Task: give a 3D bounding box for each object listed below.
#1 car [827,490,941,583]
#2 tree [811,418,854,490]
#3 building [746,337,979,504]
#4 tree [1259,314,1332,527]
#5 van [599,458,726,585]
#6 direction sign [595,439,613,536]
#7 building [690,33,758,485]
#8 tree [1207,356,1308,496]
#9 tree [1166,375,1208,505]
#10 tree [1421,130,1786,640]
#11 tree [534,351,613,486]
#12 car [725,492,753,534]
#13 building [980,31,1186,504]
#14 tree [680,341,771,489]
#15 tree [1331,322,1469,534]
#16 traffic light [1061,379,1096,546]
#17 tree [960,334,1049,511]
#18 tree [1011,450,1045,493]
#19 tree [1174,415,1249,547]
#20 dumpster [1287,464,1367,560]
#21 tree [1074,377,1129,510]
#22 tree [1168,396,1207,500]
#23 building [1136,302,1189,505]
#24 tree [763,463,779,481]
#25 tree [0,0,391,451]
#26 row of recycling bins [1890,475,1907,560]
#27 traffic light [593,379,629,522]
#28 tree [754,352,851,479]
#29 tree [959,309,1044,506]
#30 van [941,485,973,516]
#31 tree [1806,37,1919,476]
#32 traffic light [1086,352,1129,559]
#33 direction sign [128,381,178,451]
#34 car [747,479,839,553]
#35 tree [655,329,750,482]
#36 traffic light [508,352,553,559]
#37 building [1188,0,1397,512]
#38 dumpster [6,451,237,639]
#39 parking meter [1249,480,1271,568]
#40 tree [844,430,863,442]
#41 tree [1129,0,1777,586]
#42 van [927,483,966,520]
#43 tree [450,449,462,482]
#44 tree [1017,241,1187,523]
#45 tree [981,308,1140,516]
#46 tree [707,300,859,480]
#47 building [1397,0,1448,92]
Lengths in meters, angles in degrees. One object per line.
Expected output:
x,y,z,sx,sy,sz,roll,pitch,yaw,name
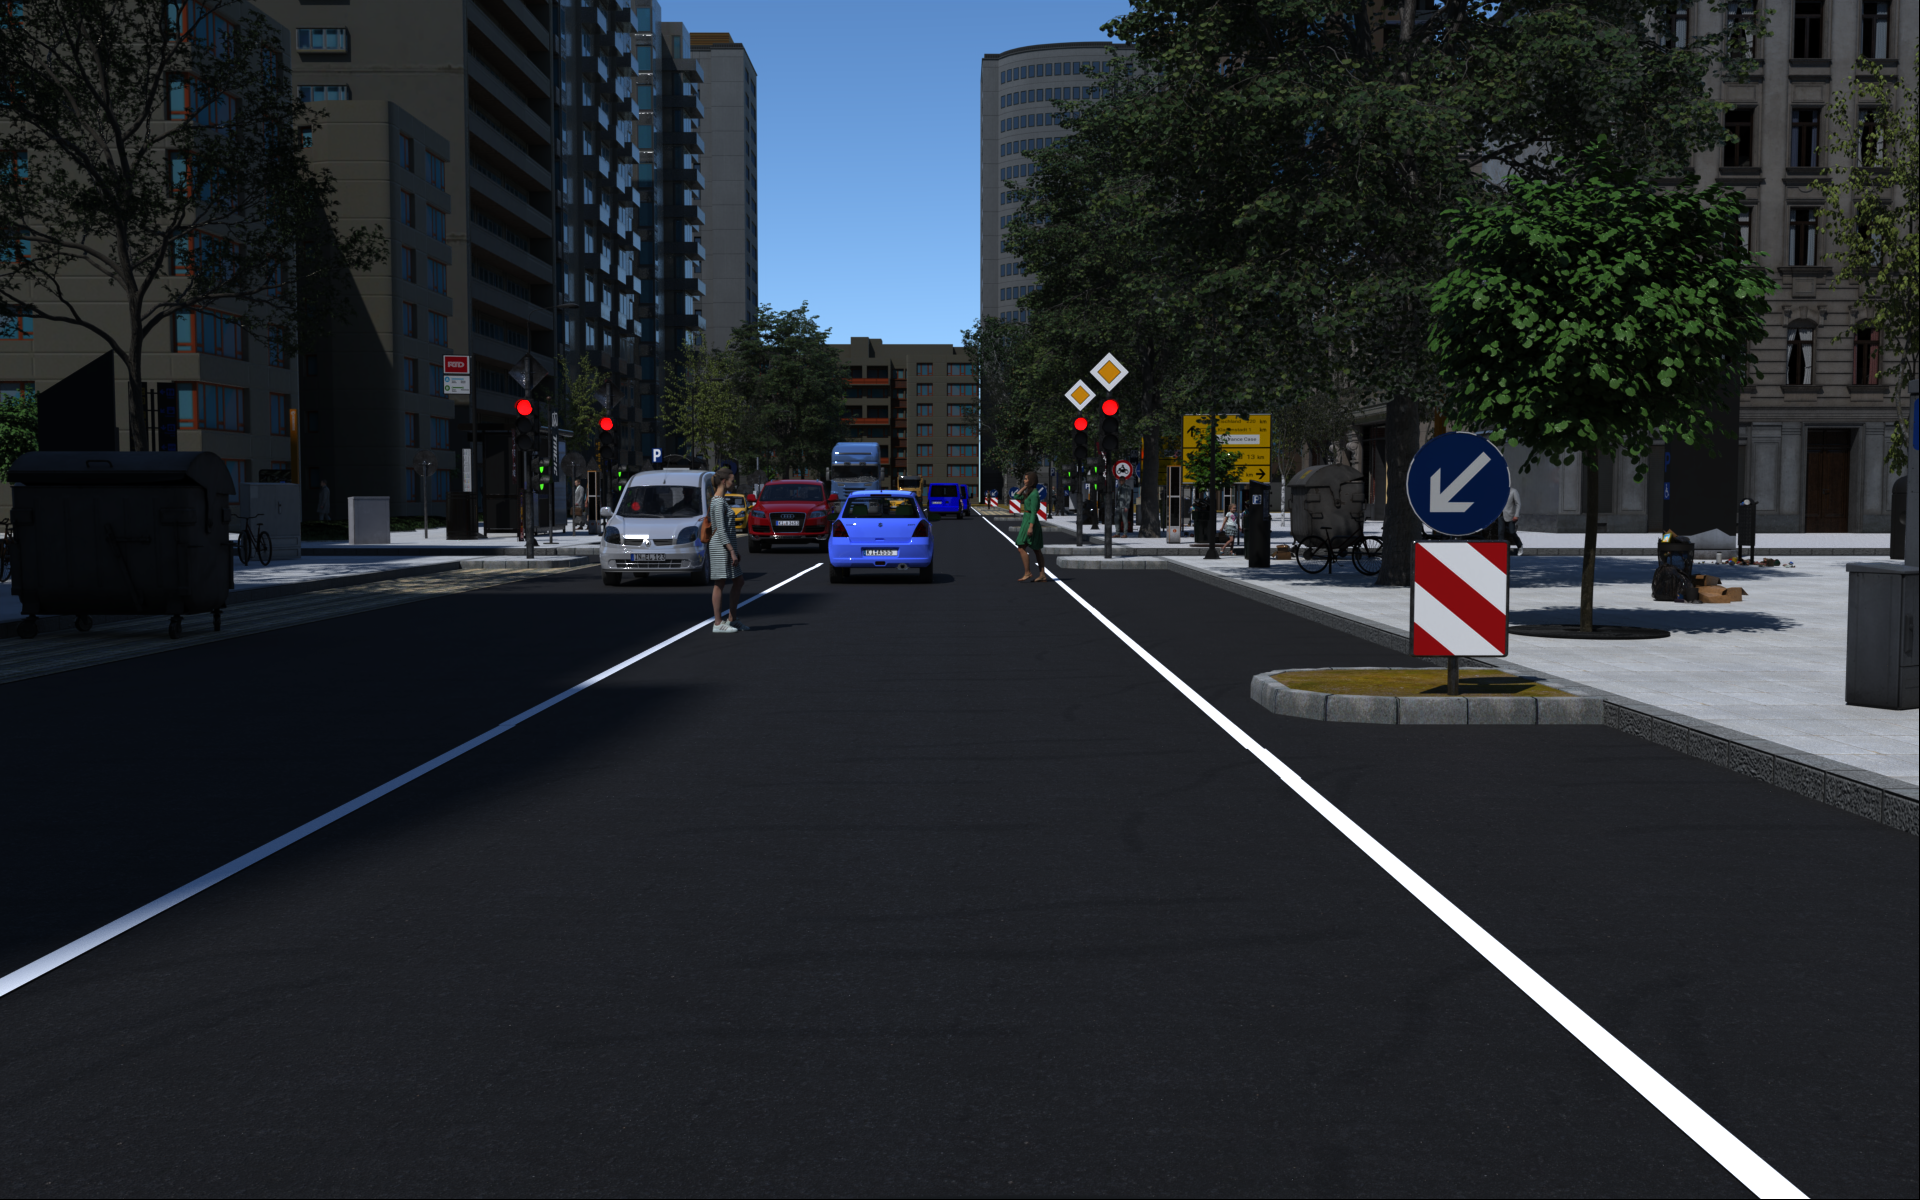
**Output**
-1.284,-1.192,29.086,1.945,1.707,3.694,0,4,-1,car
-11.708,-13.051,163.738,4.360,8.622,3.978,0,3,0,tree
-12.113,-23.451,228.458,28.899,21.520,27.650,0,4,0,building
12.965,-7.195,68.003,4.360,8.622,3.978,0,3,0,tree
-4.793,-1.314,28.493,2.013,2.044,4.112,0,4,-1,van
-10.826,-3.709,52.642,0.379,3.537,0.876,0,4,-1,direction sign
-40.663,-41.779,225.079,28.212,58.520,21.231,0,4,0,building
15.705,-8.398,87.670,4.737,8.622,4.395,0,3,0,tree
12.852,-8.743,93.305,4.360,8.622,3.978,0,3,0,tree
5.716,-1.959,15.738,4.285,4.588,4.351,0,3,0,tree
-19.765,-8.458,88.644,4.737,8.622,4.395,0,3,0,tree
-8.504,-3.262,63.552,2.015,1.641,3.980,0,4,-2,car
16.858,-41.736,224.384,28.212,58.520,21.231,0,4,0,building
-11.467,-8.209,84.579,4.360,8.622,3.978,0,3,0,tree
14.729,-6.360,54.346,4.360,8.622,3.978,0,3,0,tree
2.912,-3.268,42.360,0.839,4.253,0.868,0,4,0,traffic light
5.182,-13.403,129.501,12.009,13.543,11.850,0,3,0,tree
5.638,-12.170,149.342,4.360,8.622,3.978,0,3,0,tree
6.115,-2.895,41.932,1.663,3.219,1.824,0,3,0,tree
7.269,-1.745,34.297,1.264,1.857,1.865,0,4,0,dumpster
7.313,-8.590,90.809,4.360,8.622,3.978,0,3,0,tree
14.271,-9.077,98.769,4.737,8.622,4.395,0,3,0,tree
32.222,-19.600,165.503,27.650,21.520,28.899,0,4,0,building
-11.570,-6.827,106.229,1.663,3.219,1.824,0,3,0,tree
-11.734,-5.484,24.077,7.601,10.594,8.767,-2,4,-28,tree
20.061,-1.651,34.112,3.534,1.692,1.069,-1,4,-11,row of recycling bins
-8.549,-3.266,42.318,0.839,4.253,0.868,0,4,0,traffic light
-11.500,-12.201,125.239,9.928,11.665,9.643,0,3,0,tree
6.677,-18.731,162.146,12.611,20.169,13.585,0,3,0,tree
-0.297,-6.629,112.773,2.240,2.365,5.245,0,4,2,van
15.173,-4.685,26.965,4.737,8.622,4.395,0,3,0,tree
2.931,-2.780,34.375,0.839,4.253,0.868,0,4,0,traffic light
-16.319,-2.635,35.084,0.876,3.537,0.379,-2,4,-29,direction sign
-4.183,-2.148,43.794,2.281,1.827,5.304,0,4,-2,car
-11.166,-7.725,76.667,4.737,8.622,4.395,0,3,0,tree
-8.530,-2.778,34.333,0.839,4.253,0.868,0,4,0,traffic light
26.432,-30.121,142.591,14.600,45.320,14.200,0,4,0,building
-8.415,-0.564,17.434,1.865,1.857,1.264,0,4,0,dumpster
5.241,-1.338,30.282,0.372,1.533,0.369,0,3,0,parking meter
-12.057,-14.745,191.437,4.737,8.622,4.395,0,3,0,tree
6.164,-7.173,23.940,9.857,13.997,8.962,0,3,0,tree
-0.808,-5.774,98.784,2.240,2.365,5.245,0,4,2,van
-27.545,-6.461,89.347,4.285,4.588,4.351,0,3,0,tree
6.064,-9.612,75.280,7.486,12.596,7.792,0,3,0,tree
6.042,-11.299,101.746,9.611,12.733,9.660,0,3,0,tree
-11.493,-12.620,112.991,9.857,13.997,8.962,0,3,0,tree
26.891,-29.254,128.418,14.600,45.320,14.200,0,4,0,building
